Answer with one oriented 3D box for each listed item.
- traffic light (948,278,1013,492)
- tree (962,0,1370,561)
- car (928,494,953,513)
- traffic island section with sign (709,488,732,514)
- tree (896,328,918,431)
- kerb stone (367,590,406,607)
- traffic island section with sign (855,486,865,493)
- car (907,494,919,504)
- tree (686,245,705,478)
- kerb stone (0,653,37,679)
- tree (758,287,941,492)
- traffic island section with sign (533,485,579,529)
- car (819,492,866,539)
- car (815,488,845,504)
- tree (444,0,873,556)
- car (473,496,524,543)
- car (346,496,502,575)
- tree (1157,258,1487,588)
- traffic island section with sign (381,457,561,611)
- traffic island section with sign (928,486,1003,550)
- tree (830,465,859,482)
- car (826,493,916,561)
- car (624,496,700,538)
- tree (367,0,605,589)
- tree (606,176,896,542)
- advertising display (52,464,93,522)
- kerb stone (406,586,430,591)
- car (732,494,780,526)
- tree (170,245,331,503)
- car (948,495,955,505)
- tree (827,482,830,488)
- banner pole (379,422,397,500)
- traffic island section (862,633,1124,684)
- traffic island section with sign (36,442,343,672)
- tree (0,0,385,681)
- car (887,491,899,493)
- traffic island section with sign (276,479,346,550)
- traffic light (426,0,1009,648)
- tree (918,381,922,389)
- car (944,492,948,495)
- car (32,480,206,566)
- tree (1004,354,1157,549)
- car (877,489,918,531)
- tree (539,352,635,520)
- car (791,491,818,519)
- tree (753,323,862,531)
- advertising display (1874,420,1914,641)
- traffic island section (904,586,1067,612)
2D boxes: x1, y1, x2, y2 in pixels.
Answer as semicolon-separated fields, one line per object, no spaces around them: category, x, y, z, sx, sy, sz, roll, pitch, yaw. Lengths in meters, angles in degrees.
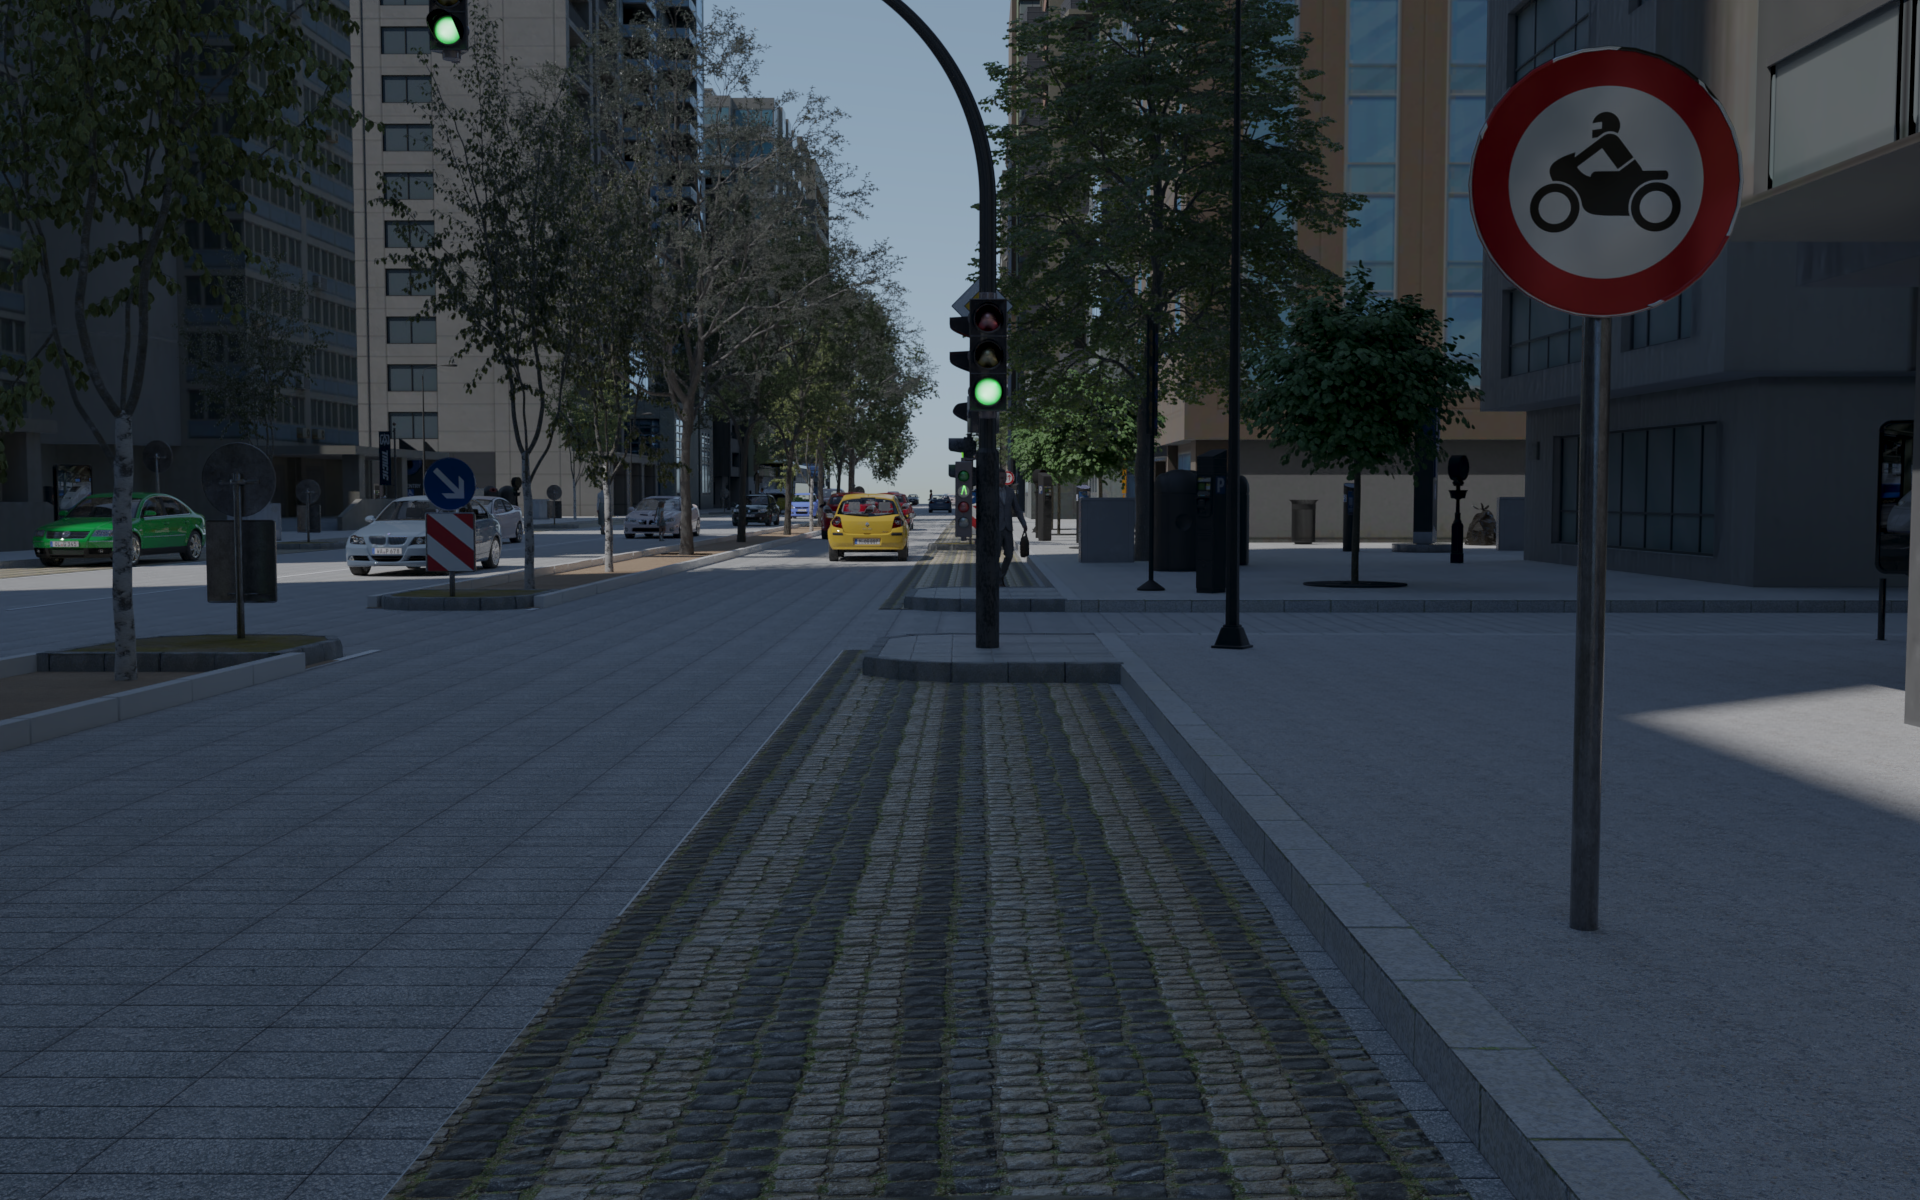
traffic light;0.271;-2.046;22.378;0.839;4.253;0.868;0;4;0
tree;3.950;-7.024;32.968;7.486;12.596;7.792;0;3;0
car;-1.515;-7.412;133.194;2.014;1.417;4.499;0;4;1
traffic island section with sign;-16.611;-6.940;122.102;1.989;1.847;2.006;0;4;0
tree;-6.037;-7.507;59.604;8.767;10.594;7.601;0;4;0
kerb stone;-7.390;-0.005;22.280;0.120;0.150;1.000;0;4;0
traffic island section with sign;-5.720;-5.456;97.344;2.006;1.907;1.989;0;4;0
car;-6.876;-14.873;252.965;2.009;1.686;4.222;0;4;1
tree;-6.380;-4.786;31.078;4.360;8.622;3.978;0;3;0
kerb stone;-7.457;0.530;13.523;0.120;0.150;1.000;0;4;0
tree;-5.852;-10.628;93.226;9.611;12.733;9.660;0;3;0
traffic island section with sign;-17.008;-3.894;72.296;1.989;1.847;2.006;0;4;0
car;-3.532;-2.893;56.338;2.155;1.783;4.494;0;4;-1
car;-8.322;-6.335;112.256;2.281;1.827;5.304;0;3;0
tree;-6.439;-7.800;40.358;12.009;13.543;11.850;0;3;0
car;-13.886;-2.275;49.565;2.083;1.381;4.827;0;4;2
car;-9.822;-1.227;32.069;2.014;1.417;4.499;0;4;2
tree;5.577;-2.471;24.109;4.285;4.588;4.351;0;3;0
traffic island section with sign;-6.341;-0.861;22.208;2.006;1.907;1.989;0;4;0
traffic island section with sign;0.170;-2.208;44.735;1.989;1.847;2.006;0;4;0
tree;-18.127;-20.244;256.744;9.928;11.665;9.643;0;3;0
car;-1.986;-1.718;38.313;2.015;1.641;3.980;0;4;-1
car;-9.850;-2.762;57.522;2.083;1.381;4.827;0;4;2
tree;-6.441;-4.444;25.485;4.360;8.622;3.978;0;3;0
tree;-6.500;-6.956;50.600;8.767;10.594;7.601;0;4;0
advertising display;-19.177;-1.973;37.474;0.123;1.923;0.974;1;4;18
kerb stone;-7.381;-0.065;23.311;0.120;0.150;1.000;0;4;0
car;-9.269;-4.214;78.688;2.009;1.686;4.222;0;4;2
tree;-20.456;-6.116;50.354;4.360;8.622;3.978;0;3;0
car;-1.107;-11.196;195.411;2.083;1.381;4.827;0;4;-1
tree;-17.840;-14.448;230.828;1.663;3.219;1.824;0;3;0
banner pole;-19.936;-4.312;60.523;0.863;3.779;0.401;1;4;14
traffic island section;0.244;0.476;14.506;2.009;0.180;2.903;0;4;0
traffic island section with sign;-6.412;-0.408;14.801;2.006;1.907;1.989;0;4;0
tree;-6.425;-3.695;13.239;4.737;8.622;4.395;0;3;0
car;-8.537;-13.006;221.326;2.281;1.827;5.304;0;4;-1
traffic island section with sign;-17.242;-2.246;45.342;1.989;1.847;2.006;0;4;0
traffic light;-1.889;-2.422;14.269;4.771;5.953;1.251;0;4;0
tree;-6.056;-9.036;84.602;8.767;10.594;7.601;0;4;0
car;-1.768;-14.851;252.407;1.945;1.707;3.694;0;4;2
car;-17.173;-1.635;35.536;1.959;1.807;4.718;0;4;0
tree;3.274;-3.485;40.693;4.285;4.588;4.351;0;3;0
car;-2.792;-3.692;69.396;2.155;1.783;4.494;0;4;0
tree;-19.085;-8.324;86.467;4.737;8.622;4.395;0;3;0
car;-9.067;-5.596;101.084;1.945;1.707;3.694;0;3;0
tree;-5.692;-6.917;65.918;4.737;8.622;4.395;0;3;0
advertising display;8.404;-0.590;14.861;0.974;1.923;0.123;3;5;42
traffic island section;0.311;-0.013;22.491;2.009;0.180;2.903;0;4;0
